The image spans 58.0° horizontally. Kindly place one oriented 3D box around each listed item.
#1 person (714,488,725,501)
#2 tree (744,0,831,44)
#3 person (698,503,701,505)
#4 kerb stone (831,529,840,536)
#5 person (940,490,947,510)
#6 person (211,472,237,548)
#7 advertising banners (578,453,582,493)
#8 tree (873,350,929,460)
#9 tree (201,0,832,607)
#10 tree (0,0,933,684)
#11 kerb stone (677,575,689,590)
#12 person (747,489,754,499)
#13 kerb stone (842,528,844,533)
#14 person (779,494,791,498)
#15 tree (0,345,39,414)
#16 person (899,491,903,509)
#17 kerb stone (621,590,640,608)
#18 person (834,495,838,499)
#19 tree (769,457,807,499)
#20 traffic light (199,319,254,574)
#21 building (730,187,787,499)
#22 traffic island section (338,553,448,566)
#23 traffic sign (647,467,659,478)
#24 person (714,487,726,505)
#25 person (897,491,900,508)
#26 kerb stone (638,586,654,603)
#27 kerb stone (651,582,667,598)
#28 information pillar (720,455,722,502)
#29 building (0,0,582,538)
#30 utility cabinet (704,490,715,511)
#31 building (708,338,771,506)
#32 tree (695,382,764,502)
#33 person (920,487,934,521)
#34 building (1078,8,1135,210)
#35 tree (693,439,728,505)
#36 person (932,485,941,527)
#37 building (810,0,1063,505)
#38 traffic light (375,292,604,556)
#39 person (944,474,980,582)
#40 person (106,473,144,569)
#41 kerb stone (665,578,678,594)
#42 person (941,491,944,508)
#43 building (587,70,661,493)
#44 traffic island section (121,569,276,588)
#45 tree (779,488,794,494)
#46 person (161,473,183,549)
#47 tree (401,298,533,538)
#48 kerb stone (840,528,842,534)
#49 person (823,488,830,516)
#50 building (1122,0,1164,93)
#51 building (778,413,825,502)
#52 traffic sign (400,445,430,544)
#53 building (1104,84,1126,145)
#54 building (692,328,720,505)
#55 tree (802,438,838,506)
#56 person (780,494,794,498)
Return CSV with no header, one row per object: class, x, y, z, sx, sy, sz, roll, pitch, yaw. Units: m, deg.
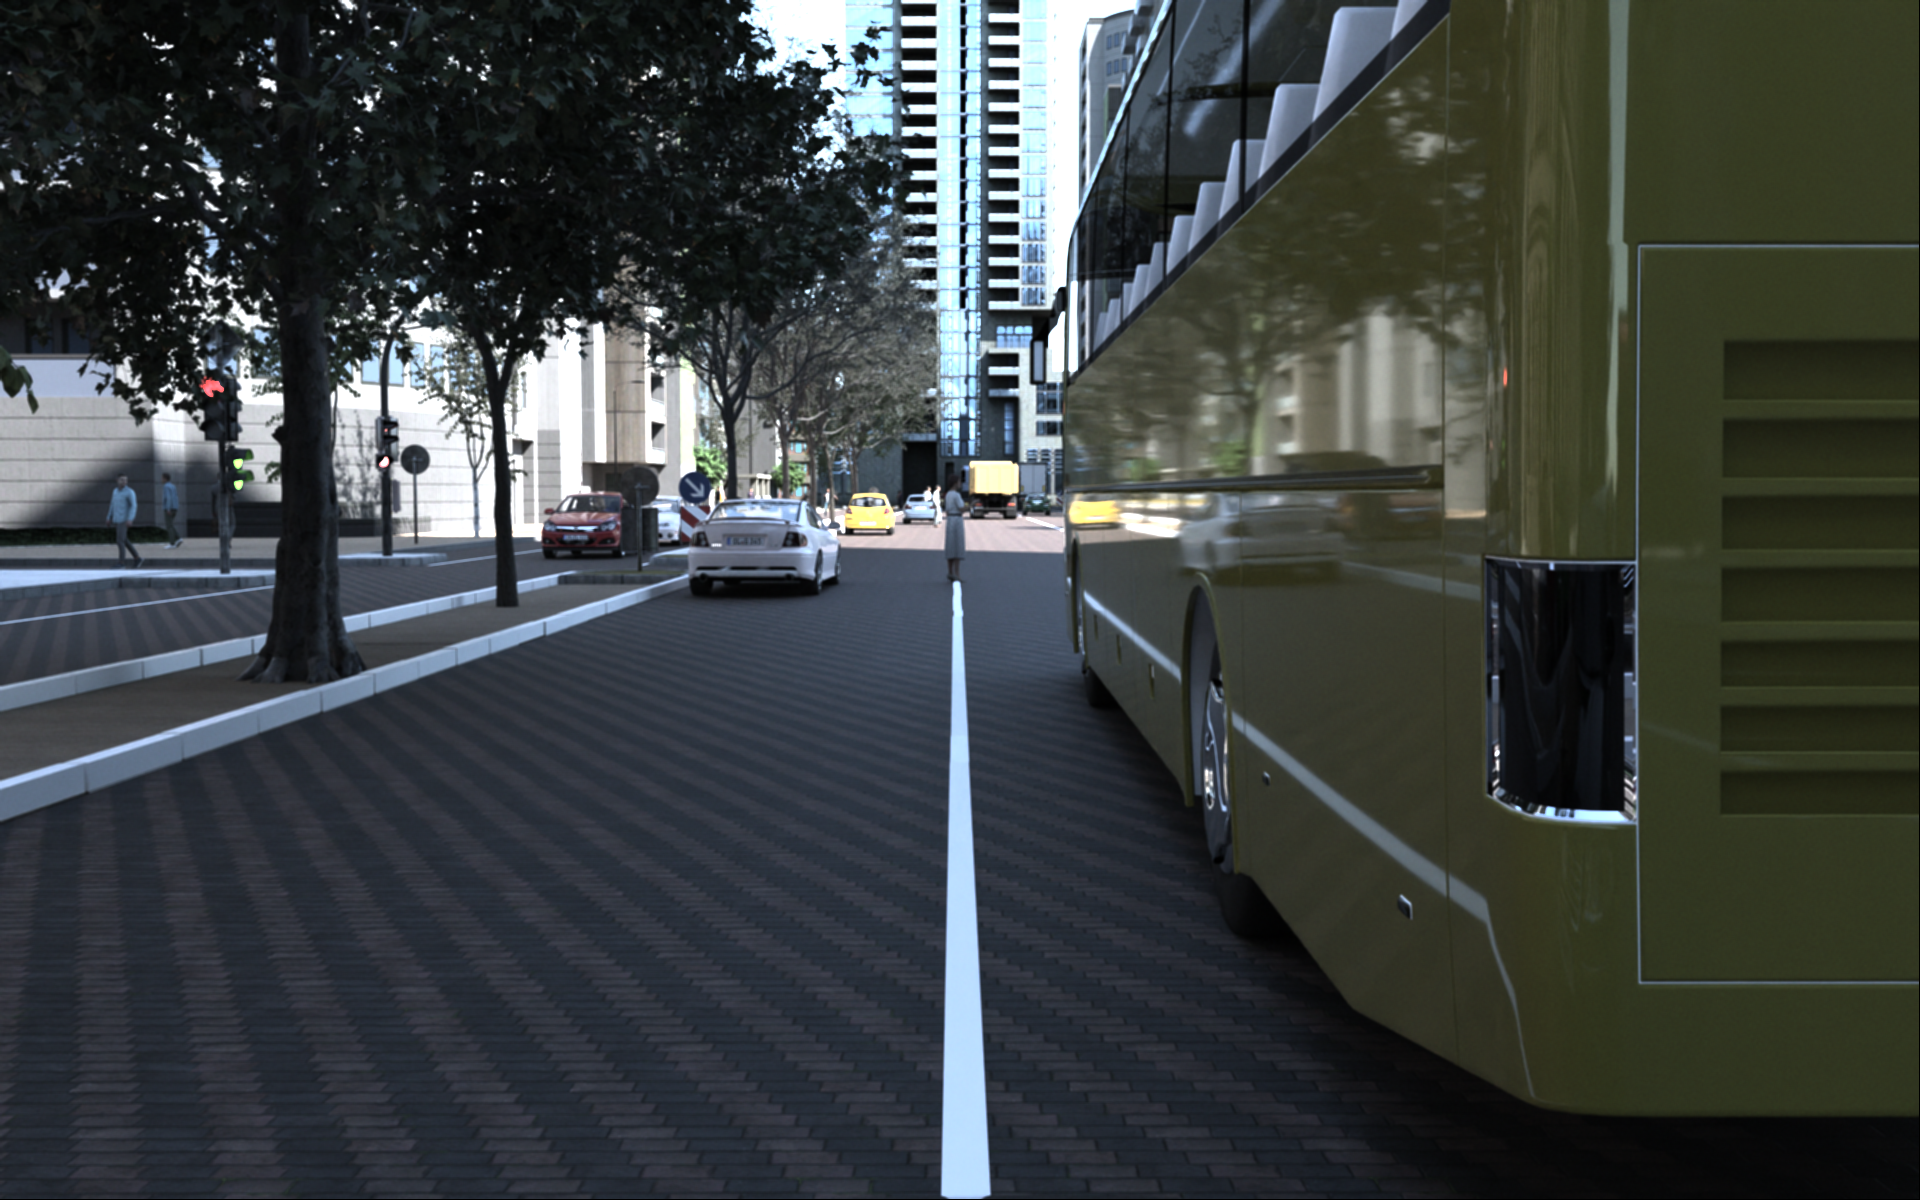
person,-15.754,-6.611,114.844,1.217,1.736,0.721,0,4,-5
tree,-5.472,-7.855,41.255,12.009,13.543,11.850,0,3,0
person,-17.187,-6.435,114.481,0.599,1.433,0.991,-3,5,-43
kerb stone,-4.372,-2.347,60.567,0.120,0.150,1.000,0,4,0
person,-1.267,-8.958,154.900,1.348,1.831,0.705,-1,4,-9
person,-17.464,-2.145,41.076,0.622,1.834,0.822,-1,4,-9
advertising banners,-14.502,-4.278,66.135,0.090,3.025,2.074,-1,4,-10
tree,-5.501,-8.473,75.405,8.767,10.594,7.601,0,4,0
tree,-5.715,-5.206,21.982,8.767,10.594,7.601,0,4,0
tree,-5.063,-5.735,13.229,9.611,12.733,9.660,0,3,0
kerb stone,-4.276,-0.246,26.218,0.120,0.150,1.000,0,4,0
person,-16.067,-7.708,132.995,0.541,1.710,0.530,-2,4,-25
kerb stone,-4.379,-2.470,62.614,0.120,0.150,1.000,0,4,0
person,-16.294,-9.519,161.671,1.348,1.826,0.705,-2,4,-33
tree,-4.958,-3.258,6.093,4.737,8.622,4.395,0,3,0
person,-5.812,-9.839,170.288,0.530,1.710,0.541,2,4,31
kerb stone,-4.269,0.005,22.121,0.120,0.150,1.000,0,4,0
person,-10.925,-8.415,146.786,1.217,1.736,0.721,0,4,-6
tree,-14.996,-10.247,151.253,4.285,4.588,4.351,0,3,0
traffic light,-11.831,-2.379,27.811,0.839,4.253,0.868,0,4,0
building,-24.995,-30.150,176.548,14.086,41.232,14.154,0,4,0
traffic island section,-11.893,-0.835,35.930,2.009,0.180,2.903,0,4,0
traffic sign,-14.434,-4.935,80.800,0.768,2.556,0.104,1,4,9
person,-15.877,-6.579,113.628,1.348,1.822,0.705,2,4,24
person,-6.195,-10.359,178.585,0.721,1.736,1.217,-2,4,-31
kerb stone,-4.271,-0.058,23.146,0.120,0.150,1.000,0,4,0
kerb stone,-4.270,-0.121,24.171,0.120,0.150,1.000,0,4,0
information pillar,-14.438,-6.937,104.767,0.183,3.616,0.504,0,4,-3
building,-27.197,-31.744,61.007,21.231,58.520,28.212,0,4,0
utility cabinet,-14.428,-5.557,99.535,0.318,1.500,1.173,-2,4,-24
building,-33.606,-28.262,153.960,32.217,40.220,23.993,0,4,0
tree,-14.799,-9.701,108.981,4.360,8.622,3.978,0,3,0
person,-1.757,-5.047,91.118,0.850,1.850,0.679,2,4,30
building,28.746,-40.702,207.478,28.212,58.520,21.231,0,4,0
tree,-15.239,-7.270,102.583,4.285,4.588,4.351,0,3,0
person,-1.018,-4.080,75.309,0.391,1.810,0.635,0,4,-4
building,-1.731,-54.716,207.280,31.000,86.520,22.319,0,4,0
traffic light,-9.762,-3.741,35.836,4.771,5.953,1.251,0,4,0
person,0.002,-1.168,28.172,0.524,1.755,0.480,-2,4,-32
person,-15.964,-1.518,33.180,0.638,1.841,0.748,3,4,38
kerb stone,-4.274,-0.183,25.196,0.120,0.150,1.000,0,4,0
person,-1.822,-10.356,178.537,1.217,1.743,0.721,-1,4,-22
building,-22.133,-24.928,91.170,14.154,41.232,14.086,0,4,0
traffic island section,-11.871,-0.346,27.945,2.009,0.180,2.903,0,4,0
tree,-15.318,-9.771,154.350,1.663,3.219,1.824,0,3,0
person,-18.556,-2.102,40.749,0.444,1.785,0.601,0,4,6
tree,-14.214,-6.127,50.547,4.360,8.622,3.978,0,3,0
kerb stone,-4.379,-2.409,61.589,0.120,0.150,1.000,0,4,0
person,-8.331,-6.194,109.754,0.794,1.824,0.713,2,4,32
building,26.071,-32.637,153.223,23.786,49.044,30.456,0,4,0
building,-31.688,-22.429,211.749,28.899,21.520,27.650,0,4,0
traffic sign,-14.062,-2.728,44.707,0.768,2.556,0.104,0,4,2
building,21.426,-30.147,176.496,14.154,41.232,14.086,0,4,0
building,-29.822,-30.979,126.114,23.786,49.044,30.456,0,4,0
tree,-15.011,-14.544,188.164,4.737,8.622,4.395,0,3,0
person,-17.162,-10.128,171.715,1.350,1.814,0.705,0,4,-1
